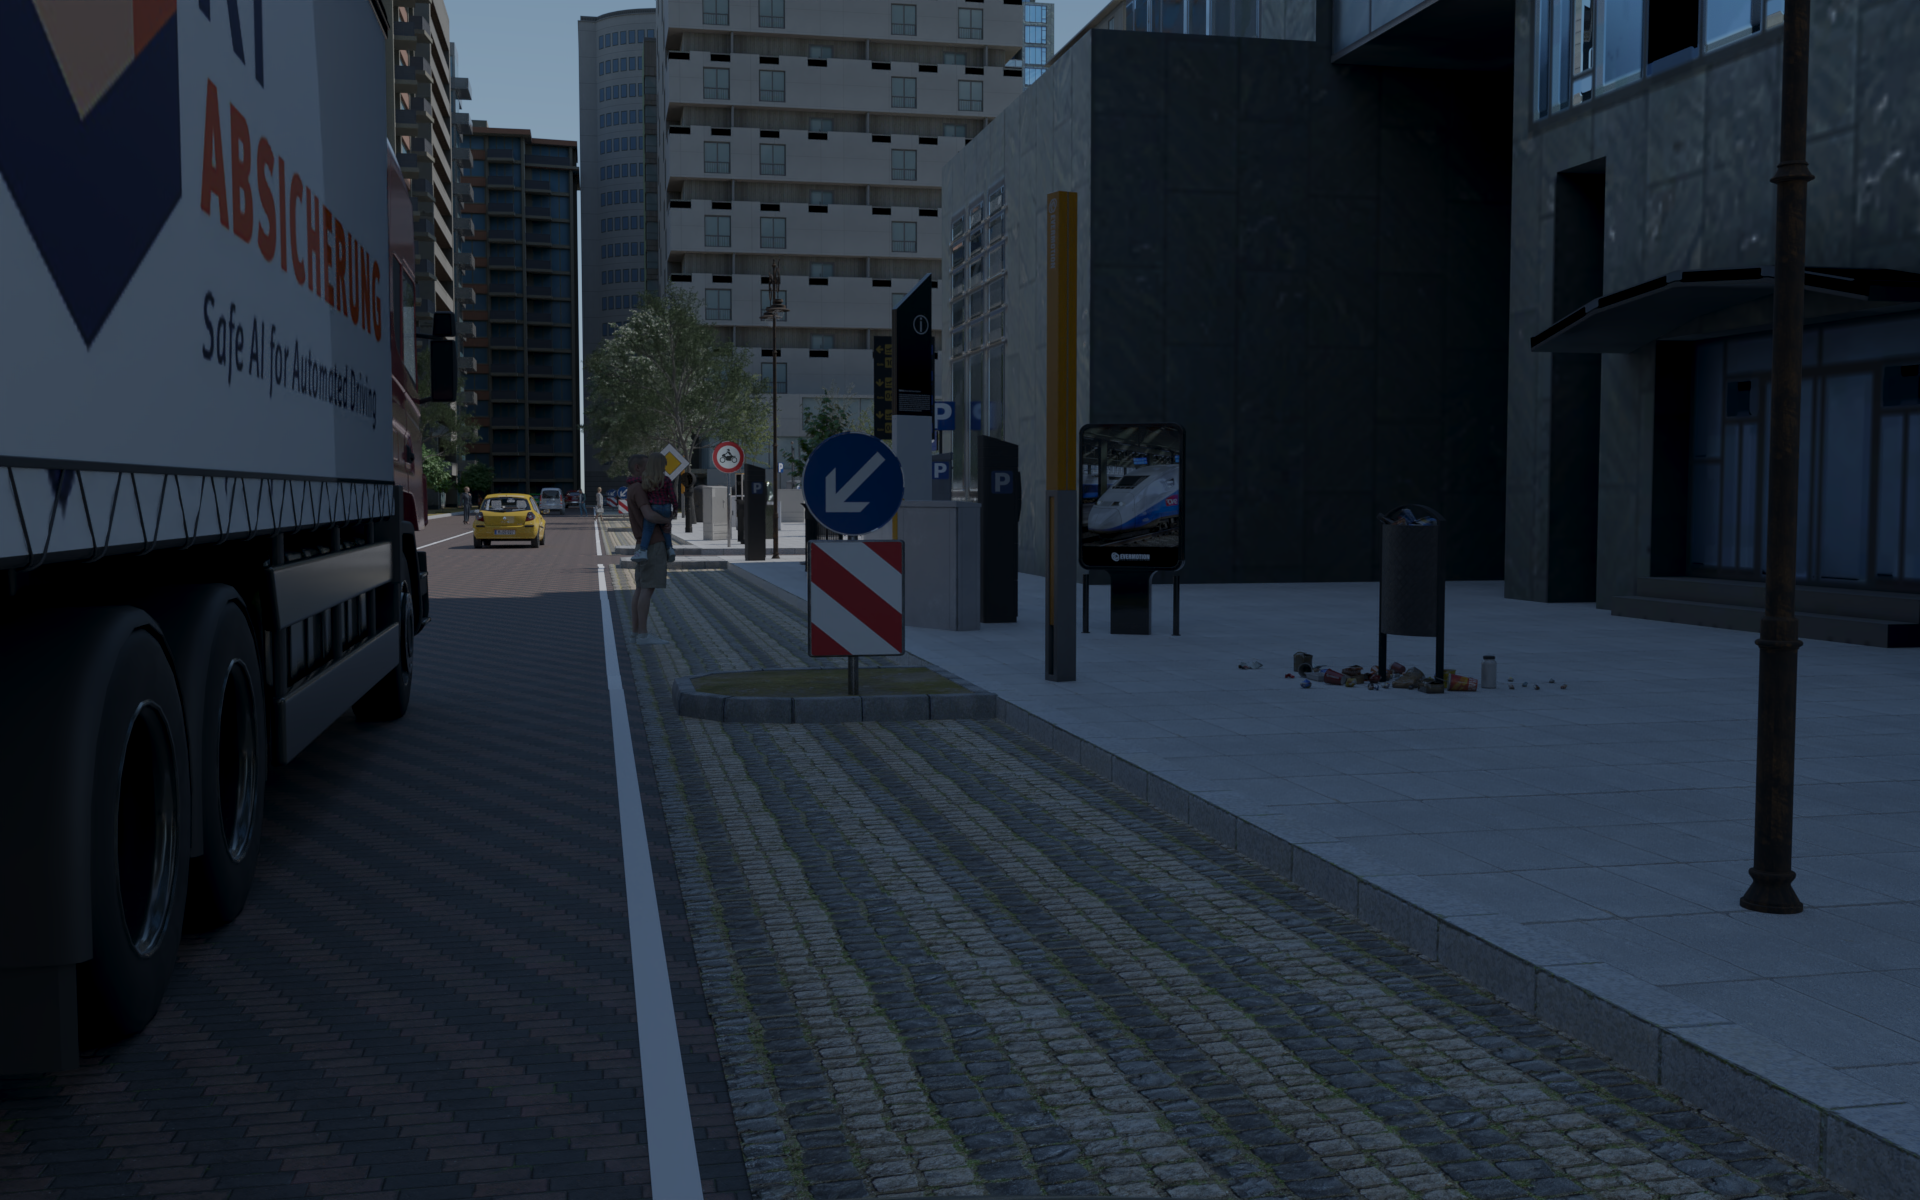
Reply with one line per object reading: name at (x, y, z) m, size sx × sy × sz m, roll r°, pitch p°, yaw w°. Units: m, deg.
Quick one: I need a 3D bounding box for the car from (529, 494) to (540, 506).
car at (-43.527, -10.310, 177.371) m, size 1.959 × 1.807 × 4.718 m, roll -1°, pitch 4°, yaw -11°

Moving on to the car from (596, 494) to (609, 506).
car at (-37.150, -10.364, 181.461) m, size 2.014 × 1.417 × 4.499 m, roll -1°, pitch 4°, yaw -12°

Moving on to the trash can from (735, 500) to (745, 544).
trash can at (-5.403, -2.002, 44.386) m, size 0.748 × 1.137 × 0.748 m, roll 0°, pitch 3°, yaw 0°

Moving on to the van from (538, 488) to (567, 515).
van at (-28.535, -6.982, 121.161) m, size 2.013 × 2.044 × 4.112 m, roll -1°, pitch 4°, yaw -11°

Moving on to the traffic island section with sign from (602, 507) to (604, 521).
traffic island section with sign at (-18.061, -5.128, 92.475) m, size 1.989 × 1.847 × 2.006 m, roll -1°, pitch 4°, yaw -12°

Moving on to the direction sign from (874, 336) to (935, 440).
direction sign at (-0.799, -2.014, 24.921) m, size 0.876 × 3.537 × 0.379 m, roll 0°, pitch 4°, yaw -5°

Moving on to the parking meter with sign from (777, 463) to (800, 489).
parking meter with sign at (-9.245, -6.098, 95.970) m, size 1.738 × 3.016 × 0.543 m, roll 2°, pitch 4°, yaw 25°

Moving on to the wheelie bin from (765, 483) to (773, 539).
wheelie bin at (-5.688, -2.529, 49.263) m, size 0.980 × 1.594 × 0.693 m, roll -3°, pitch 5°, yaw -43°

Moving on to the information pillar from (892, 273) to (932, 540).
information pillar at (-0.495, -1.650, 18.331) m, size 0.504 × 3.616 × 0.183 m, roll -3°, pitch 5°, yaw -39°

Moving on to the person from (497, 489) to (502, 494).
person at (-39.355, -8.536, 148.074) m, size 1.348 × 1.824 × 0.705 m, roll 0°, pitch 4°, yaw -4°

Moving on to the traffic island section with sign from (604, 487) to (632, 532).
traffic island section with sign at (-12.453, -3.516, 66.107) m, size 1.989 × 1.847 × 2.006 m, roll -1°, pitch 4°, yaw -12°

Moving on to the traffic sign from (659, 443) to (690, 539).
traffic sign at (-5.718, -1.866, 34.146) m, size 0.795 × 2.450 × 0.064 m, roll -1°, pitch 4°, yaw -12°

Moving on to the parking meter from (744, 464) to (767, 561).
parking meter at (-3.931, -1.689, 33.331) m, size 0.399 × 1.863 × 0.255 m, roll -2°, pitch 4°, yaw -27°

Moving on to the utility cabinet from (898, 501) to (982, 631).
utility cabinet at (-0.204, -0.334, 16.630) m, size 0.306 × 1.237 × 1.020 m, roll -3°, pitch 4°, yaw -36°

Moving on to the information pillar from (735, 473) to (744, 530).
information pillar at (-7.781, -3.496, 61.659) m, size 0.304 × 2.012 × 0.304 m, roll 2°, pitch 4°, yaw 30°

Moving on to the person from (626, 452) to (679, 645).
person at (-2.959, -0.491, 16.495) m, size 0.580 × 1.828 × 0.573 m, roll 2°, pitch 4°, yaw 23°

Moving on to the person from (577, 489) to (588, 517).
person at (-23.803, -6.129, 109.052) m, size 0.623 × 1.781 × 0.721 m, roll 1°, pitch 4°, yaw 20°

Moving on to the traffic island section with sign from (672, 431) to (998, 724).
traffic island section with sign at (-0.931, -0.189, 11.719) m, size 1.989 × 1.847 × 2.006 m, roll -1°, pitch 4°, yaw -12°

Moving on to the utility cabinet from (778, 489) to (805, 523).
utility cabinet at (-7.489, -4.176, 76.951) m, size 1.173 × 1.500 × 0.318 m, roll 0°, pitch 4°, yaw 3°

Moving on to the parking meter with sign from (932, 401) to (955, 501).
parking meter with sign at (-0.379, -2.172, 31.774) m, size 0.543 × 3.016 × 1.738 m, roll 0°, pitch 4°, yaw 1°

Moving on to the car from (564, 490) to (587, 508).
car at (-39.009, -10.209, 175.595) m, size 2.281 × 1.827 × 5.304 m, roll -1°, pitch 4°, yaw -12°

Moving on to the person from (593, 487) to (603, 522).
person at (-18.742, -4.952, 89.825) m, size 0.624 × 1.780 × 0.694 m, roll -1°, pitch 4°, yaw -20°

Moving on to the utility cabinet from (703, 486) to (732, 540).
utility cabinet at (-6.745, -2.419, 48.227) m, size 0.318 × 1.500 × 1.173 m, roll 1°, pitch 4°, yaw 19°

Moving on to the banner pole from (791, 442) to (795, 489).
banner pole at (-7.952, -5.659, 82.549) m, size 0.401 × 3.779 × 0.863 m, roll -1°, pitch 4°, yaw -15°

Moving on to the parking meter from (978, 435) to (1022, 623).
parking meter at (0.392, -0.708, 17.289) m, size 0.399 × 1.863 × 0.255 m, roll -1°, pitch 4°, yaw -17°

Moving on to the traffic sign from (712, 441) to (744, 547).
traffic sign at (-5.571, -2.544, 41.706) m, size 0.768 × 2.556 × 0.104 m, roll -1°, pitch 4°, yaw -9°

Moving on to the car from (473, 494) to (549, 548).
car at (-12.256, -2.262, 47.215) m, size 2.015 × 1.641 × 3.980 m, roll -1°, pitch 4°, yaw -10°

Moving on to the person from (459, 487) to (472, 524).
person at (-23.438, -4.476, 82.098) m, size 0.534 × 1.772 × 0.576 m, roll 1°, pitch 4°, yaw 12°

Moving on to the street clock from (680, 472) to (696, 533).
street clock at (-8.987, -3.227, 57.327) m, size 0.471 × 2.002 × 0.358 m, roll 1°, pitch 4°, yaw 19°

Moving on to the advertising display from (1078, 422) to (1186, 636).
advertising display at (1.564, -0.647, 15.791) m, size 0.974 × 1.923 × 0.123 m, roll 1°, pitch 4°, yaw 20°

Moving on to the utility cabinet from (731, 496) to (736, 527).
utility cabinet at (-9.004, -3.405, 66.836) m, size 1.020 × 1.237 × 0.306 m, roll -3°, pitch 4°, yaw -36°

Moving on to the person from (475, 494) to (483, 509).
person at (-34.164, -6.812, 123.131) m, size 0.557 × 1.426 × 1.065 m, roll -3°, pitch 5°, yaw -43°

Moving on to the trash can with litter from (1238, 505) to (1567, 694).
trash can with litter at (2.890, -0.054, 11.948) m, size 1.678 × 1.210 × 2.233 m, roll -2°, pitch 4°, yaw -33°
